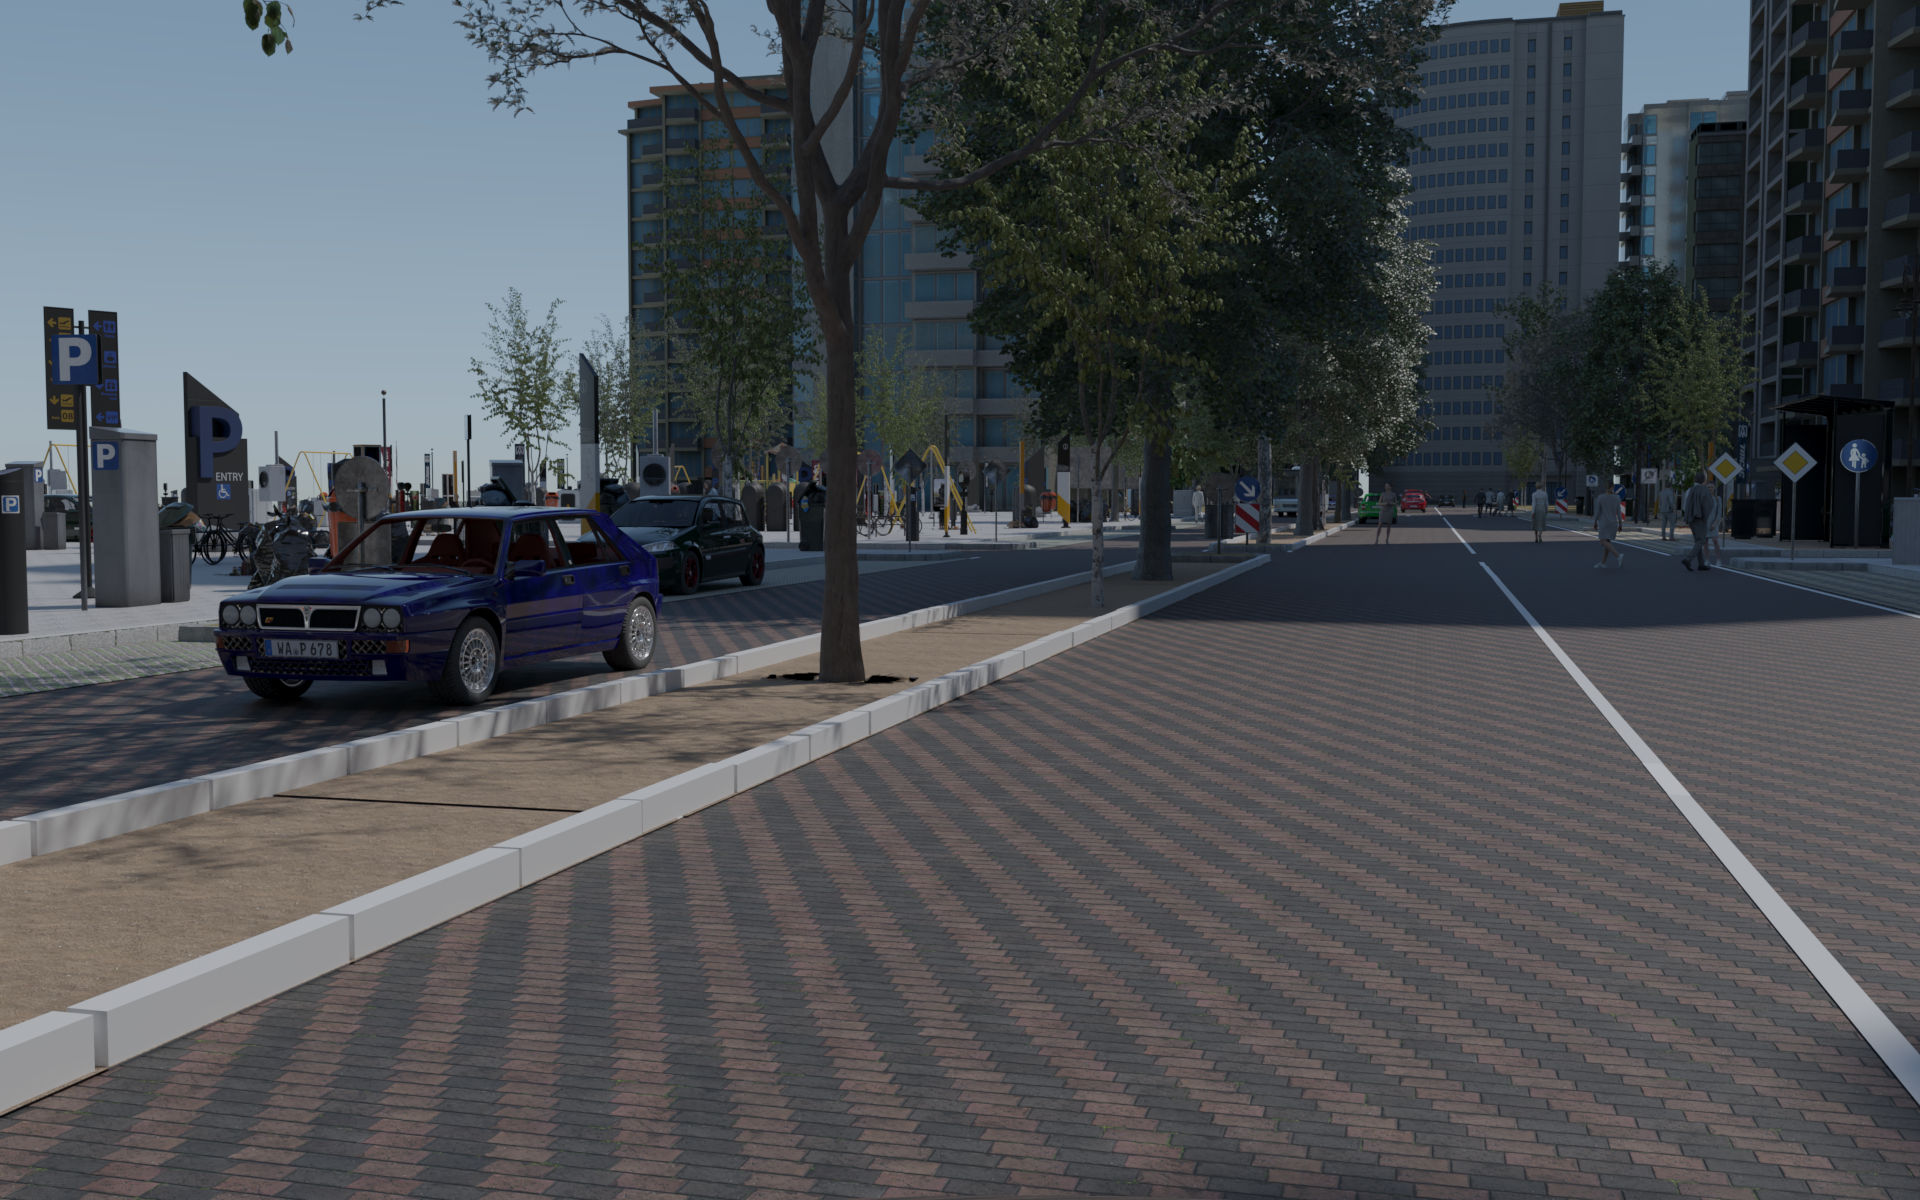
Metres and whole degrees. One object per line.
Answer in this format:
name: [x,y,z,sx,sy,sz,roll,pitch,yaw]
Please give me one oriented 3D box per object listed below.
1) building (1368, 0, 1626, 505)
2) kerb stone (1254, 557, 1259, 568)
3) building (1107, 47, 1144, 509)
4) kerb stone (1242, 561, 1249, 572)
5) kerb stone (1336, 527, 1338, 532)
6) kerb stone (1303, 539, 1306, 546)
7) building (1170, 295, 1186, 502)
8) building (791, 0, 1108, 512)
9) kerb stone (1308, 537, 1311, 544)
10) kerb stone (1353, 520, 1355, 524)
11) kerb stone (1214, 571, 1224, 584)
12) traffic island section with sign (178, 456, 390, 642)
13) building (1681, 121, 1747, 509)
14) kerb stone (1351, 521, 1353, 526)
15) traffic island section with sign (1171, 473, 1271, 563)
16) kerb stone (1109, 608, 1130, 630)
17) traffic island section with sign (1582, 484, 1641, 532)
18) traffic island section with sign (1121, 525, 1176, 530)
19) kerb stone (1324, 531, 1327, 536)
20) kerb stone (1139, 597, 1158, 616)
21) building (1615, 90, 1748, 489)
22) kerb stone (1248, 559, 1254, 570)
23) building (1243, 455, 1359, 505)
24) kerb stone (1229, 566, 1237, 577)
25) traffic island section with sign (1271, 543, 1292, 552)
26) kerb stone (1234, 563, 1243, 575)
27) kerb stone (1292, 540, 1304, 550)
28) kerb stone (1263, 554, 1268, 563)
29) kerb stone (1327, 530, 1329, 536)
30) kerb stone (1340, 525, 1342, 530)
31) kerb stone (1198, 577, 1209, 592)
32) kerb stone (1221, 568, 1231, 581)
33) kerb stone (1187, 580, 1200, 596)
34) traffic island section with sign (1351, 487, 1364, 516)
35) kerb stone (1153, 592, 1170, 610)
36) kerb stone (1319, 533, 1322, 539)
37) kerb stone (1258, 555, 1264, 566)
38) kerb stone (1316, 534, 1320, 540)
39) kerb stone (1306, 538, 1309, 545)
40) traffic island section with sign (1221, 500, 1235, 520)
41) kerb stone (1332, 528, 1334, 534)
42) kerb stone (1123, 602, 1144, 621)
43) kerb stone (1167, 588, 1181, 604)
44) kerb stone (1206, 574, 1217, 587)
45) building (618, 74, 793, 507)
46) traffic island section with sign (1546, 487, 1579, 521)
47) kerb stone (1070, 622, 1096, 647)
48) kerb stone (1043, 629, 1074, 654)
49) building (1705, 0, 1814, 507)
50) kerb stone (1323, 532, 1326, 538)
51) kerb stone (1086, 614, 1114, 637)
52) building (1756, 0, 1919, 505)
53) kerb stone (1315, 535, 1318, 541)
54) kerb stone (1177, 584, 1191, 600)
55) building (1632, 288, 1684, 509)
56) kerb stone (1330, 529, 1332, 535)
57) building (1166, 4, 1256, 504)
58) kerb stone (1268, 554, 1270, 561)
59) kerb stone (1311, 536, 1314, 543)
building: [65.307,-41.086,213.757,28.212,58.520,21.231,1,4,15]
kerb stone: [5.638,-0.692,33.512,0.120,0.150,1.000,1,4,15]
building: [10.082,-31.176,159.840,14.600,45.320,14.200,1,4,15]
kerb stone: [5.101,-0.571,31.530,0.120,0.150,1.000,1,4,15]
kerb stone: [13.718,-2.540,63.731,0.120,0.150,1.000,1,4,15]
kerb stone: [9.212,-1.505,46.902,0.120,0.150,1.000,1,4,15]
building: [15.987,-24.941,179.485,14.107,30.474,14.160,1,4,15]
building: [0.233,-31.784,139.284,23.786,49.044,30.456,1,4,15]
kerb stone: [9.737,-1.632,48.879,0.120,0.150,1.000,1,4,15]
kerb stone: [17.709,-3.450,78.604,0.120,0.150,1.000,1,4,15]
kerb stone: [4.050,-0.325,27.568,0.120,0.150,1.000,1,4,15]
traffic island section with sign: [-6.341,-0.535,17.374,1.989,1.847,2.006,1,4,15]
building: [64.164,-22.288,136.117,14.160,30.474,14.107,1,4,15]
kerb stone: [17.179,-3.329,76.629,0.120,0.150,1.000,1,4,15]
traffic island section with sign: [5.418,-1.747,36.694,2.006,1.907,1.989,1,4,15]
kerb stone: [1.666,0.219,18.658,0.120,0.150,1.000,1,4,15]
traffic island section with sign: [24.889,-3.519,66.171,1.989,1.847,2.006,1,4,15]
traffic island section with sign: [7.629,-3.729,69.593,1.989,1.847,2.006,1,4,15]
kerb stone: [11.863,-2.112,56.796,0.120,0.150,1.000,1,4,15]
kerb stone: [2.193,0.095,20.637,0.120,0.150,1.000,1,4,15]
building: [94.069,-35.991,208.064,30.456,49.044,23.786,1,4,15]
kerb stone: [5.372,-0.632,32.521,0.120,0.150,1.000,1,4,15]
building: [43.174,-27.310,218.226,14.107,30.474,14.160,1,4,15]
kerb stone: [4.572,-0.448,29.545,0.120,0.150,1.000,1,4,15]
traffic island section with sign: [7.342,-2.184,43.847,2.006,1.907,1.989,1,4,15]
kerb stone: [4.835,-0.510,30.538,0.120,0.150,1.000,1,4,15]
kerb stone: [8.953,-1.451,45.912,0.120,0.150,1.000,1,4,15]
kerb stone: [6.160,-0.811,35.491,0.120,0.150,1.000,1,4,15]
kerb stone: [12.128,-2.175,57.788,0.120,0.150,1.000,1,4,15]
kerb stone: [14.511,-2.716,66.700,0.120,0.150,1.000,1,4,15]
kerb stone: [3.523,-0.208,25.593,0.120,0.150,1.000,1,4,15]
kerb stone: [4.315,-0.381,28.556,0.120,0.150,1.000,1,4,15]
kerb stone: [3.248,-0.147,24.602,0.120,0.150,1.000,1,4,15]
traffic island section with sign: [26.758,-6.624,116.444,2.006,1.907,1.989,1,4,15]
kerb stone: [2.458,0.037,21.626,0.120,0.150,1.000,1,4,15]
kerb stone: [11.067,-1.928,53.826,0.120,0.150,1.000,1,4,15]
kerb stone: [5.909,-0.749,34.498,0.120,0.150,1.000,1,4,15]
kerb stone: [10.803,-1.872,52.833,0.120,0.150,1.000,1,4,15]
kerb stone: [9.479,-1.572,47.890,0.120,0.150,1.000,1,4,15]
traffic island section with sign: [14.800,-5.368,96.397,1.989,1.847,2.006,1,4,15]
kerb stone: [12.929,-2.358,60.755,0.120,0.150,1.000,1,4,15]
kerb stone: [1.918,0.156,19.651,0.120,0.150,1.000,1,4,15]
kerb stone: [2.720,-0.021,22.614,0.120,0.150,1.000,1,4,15]
kerb stone: [3.781,-0.265,26.582,0.120,0.150,1.000,1,4,15]
building: [-19.713,-32.380,184.044,28.867,44.769,22.147,1,4,15]
traffic island section with sign: [31.922,-5.126,92.439,1.989,1.847,2.006,1,4,15]
kerb stone: [1.135,0.344,16.682,0.120,0.150,1.000,1,4,15]
kerb stone: [0.857,0.398,15.695,0.120,0.150,1.000,1,4,15]
building: [63.853,-41.515,117.023,20.563,71.187,20.611,1,4,15]
kerb stone: [11.606,-2.055,55.798,0.120,0.150,1.000,1,4,15]
kerb stone: [1.397,0.277,17.672,0.120,0.150,1.000,1,4,15]
building: [57.599,-26.814,93.037,22.147,44.769,28.867,1,4,15]
kerb stone: [10.543,-1.813,51.838,0.120,0.150,1.000,1,4,15]
kerb stone: [2.991,-0.086,23.604,0.120,0.150,1.000,1,4,15]
building: [77.110,-19.019,155.992,27.650,21.520,28.899,1,4,15]
kerb stone: [12.660,-2.297,59.766,0.120,0.150,1.000,1,4,15]
building: [26.568,-48.026,223.480,20.611,71.187,20.563,1,4,15]
kerb stone: [6.430,-0.869,36.488,0.120,0.150,1.000,1,4,15]
kerb stone: [10.016,-1.692,49.863,0.120,0.150,1.000,1,4,15]
